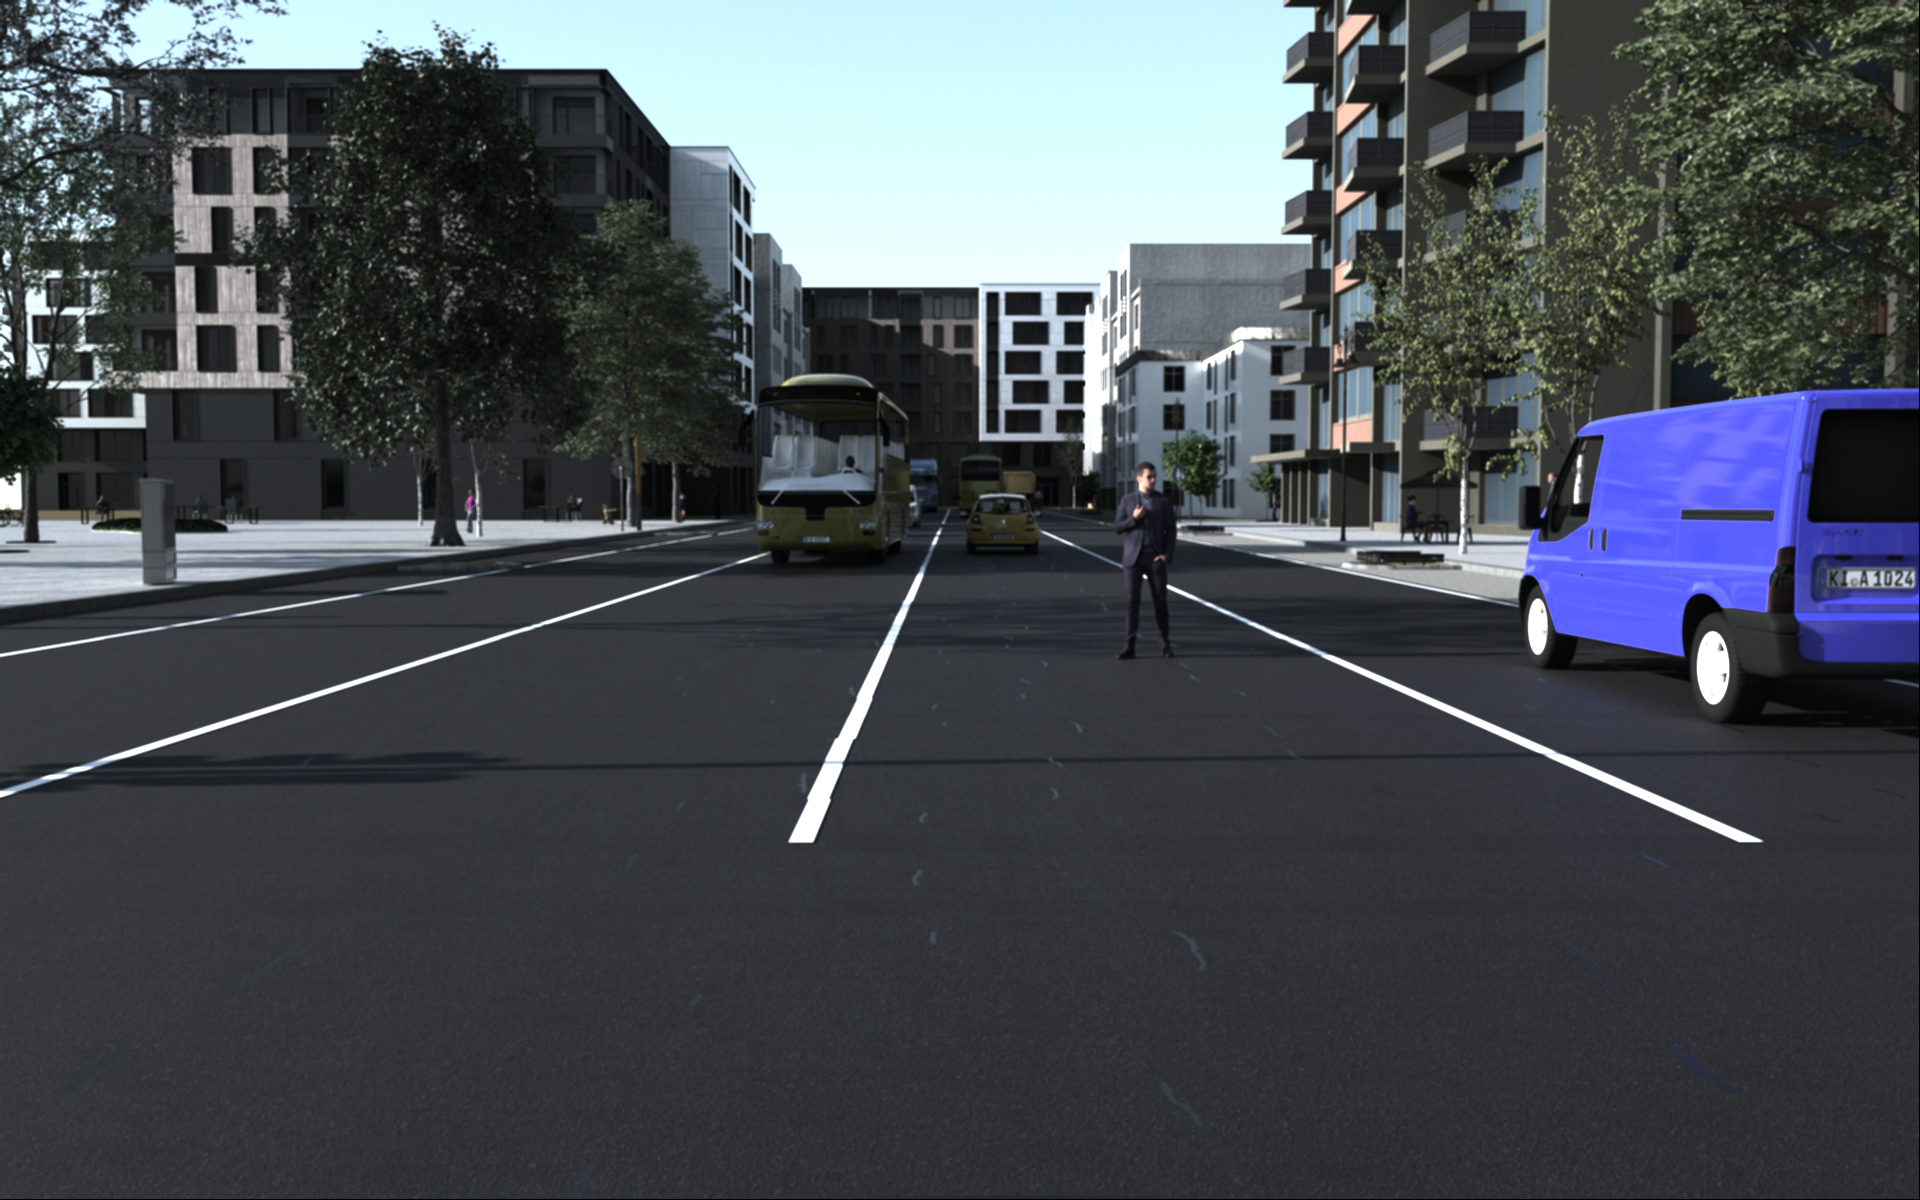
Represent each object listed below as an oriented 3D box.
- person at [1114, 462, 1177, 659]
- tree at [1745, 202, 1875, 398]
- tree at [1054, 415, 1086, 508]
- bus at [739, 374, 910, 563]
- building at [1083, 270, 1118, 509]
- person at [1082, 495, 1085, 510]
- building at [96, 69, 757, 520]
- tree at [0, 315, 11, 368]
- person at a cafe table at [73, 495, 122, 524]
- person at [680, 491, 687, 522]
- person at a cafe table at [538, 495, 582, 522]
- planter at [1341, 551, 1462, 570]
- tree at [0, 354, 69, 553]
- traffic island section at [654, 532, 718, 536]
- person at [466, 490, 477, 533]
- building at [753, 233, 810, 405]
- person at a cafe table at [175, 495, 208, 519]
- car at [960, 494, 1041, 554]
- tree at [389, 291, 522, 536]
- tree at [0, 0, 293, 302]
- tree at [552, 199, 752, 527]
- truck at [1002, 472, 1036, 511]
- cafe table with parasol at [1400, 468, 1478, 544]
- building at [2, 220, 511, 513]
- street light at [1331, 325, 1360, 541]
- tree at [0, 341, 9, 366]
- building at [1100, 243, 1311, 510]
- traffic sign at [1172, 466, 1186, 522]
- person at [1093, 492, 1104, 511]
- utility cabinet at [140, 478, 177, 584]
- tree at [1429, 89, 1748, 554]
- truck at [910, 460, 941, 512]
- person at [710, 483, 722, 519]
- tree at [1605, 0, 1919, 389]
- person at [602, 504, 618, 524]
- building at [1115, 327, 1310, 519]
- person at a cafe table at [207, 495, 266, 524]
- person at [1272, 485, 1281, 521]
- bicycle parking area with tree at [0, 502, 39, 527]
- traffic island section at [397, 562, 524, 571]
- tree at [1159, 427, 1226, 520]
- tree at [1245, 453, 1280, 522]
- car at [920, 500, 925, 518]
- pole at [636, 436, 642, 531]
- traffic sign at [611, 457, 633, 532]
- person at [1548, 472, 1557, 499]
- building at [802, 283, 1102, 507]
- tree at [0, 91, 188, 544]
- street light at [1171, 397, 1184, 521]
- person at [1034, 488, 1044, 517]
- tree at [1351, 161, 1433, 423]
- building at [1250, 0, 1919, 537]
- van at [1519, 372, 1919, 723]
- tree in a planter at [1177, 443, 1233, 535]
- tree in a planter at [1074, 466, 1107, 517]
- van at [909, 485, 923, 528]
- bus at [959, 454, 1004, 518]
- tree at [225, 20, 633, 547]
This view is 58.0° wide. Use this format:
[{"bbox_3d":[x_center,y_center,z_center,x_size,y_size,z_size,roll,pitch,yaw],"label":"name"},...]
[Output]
[{"bbox_3d":[1.621,-0.352,15.169,0.541,1.710,0.530,1,4,18],"label":"person"},{"bbox_3d":[20.199,-5.686,43.336,4.737,8.622,4.395,0,3,0],"label":"tree"},{"bbox_3d":[10.661,-12.856,160.557,4.360,8.622,3.978,0,3,0],"label":"tree"},{"bbox_3d":[-2.676,-2.915,39.207,2.896,3.916,12.252,0,4,1],"label":"bus"},{"bbox_3d":[19.033,-18.086,152.133,16.016,20.091,11.380,0,3,0],"label":"building"},{"bbox_3d":[10.059,-8.042,140.794,0.557,1.426,1.065,0,4,6],"label":"person"},{"bbox_3d":[-27.508,-15.651,99.871,27.936,21.610,32.646,0,3,0],"label":"building"},{"bbox_3d":[-35.303,-6.710,60.072,4.737,8.622,4.395,0,3,0],"label":"tree"},{"bbox_3d":[-37.164,-3.914,74.850,1.698,1.238,1.726,-1,4,-11],"label":"person at a cafe table"},{"bbox_3d":[-12.873,-4.331,80.093,0.421,1.427,0.697,-1,4,-20],"label":"person"},{"bbox_3d":[-18.225,-4.216,79.799,1.698,1.238,1.726,3,5,43],"label":"person at a cafe table"},{"bbox_3d":[8.469,-0.762,33.594,1.991,0.319,1.994,0,3,0],"label":"planter"},{"bbox_3d":[-21.334,-3.322,38.031,4.285,4.588,4.351,0,3,0],"label":"tree"},{"bbox_3d":[-9.525,-2.302,60.502,1.991,0.108,1.994,0,3,0],"label":"traffic island section"},{"bbox_3d":[-16.198,-2.925,57.097,0.726,1.434,0.776,2,4,26],"label":"person"},{"bbox_3d":[-21.227,-16.314,133.187,16.747,18.905,31.486,0,3,0],"label":"building"},{"bbox_3d":[-35.235,-4.218,79.829,1.698,1.238,1.726,-3,5,-45],"label":"person at a cafe table"},{"bbox_3d":[1.003,-1.975,42.523,2.015,1.641,3.980,0,4,-1],"label":"car"},{"bbox_3d":[-14.703,-6.237,52.338,4.360,8.622,3.978,0,3,0],"label":"tree"},{"bbox_3d":[-12.232,-6.569,17.775,12.009,13.543,11.850,0,3,0],"label":"tree"},{"bbox_3d":[-13.009,-9.099,66.899,7.486,12.596,7.792,0,3,0],"label":"tree"},{"bbox_3d":[4.957,-9.315,148.227,3.469,3.379,9.791,0,3,0],"label":"truck"},{"bbox_3d":[12.467,-2.467,45.205,2.610,1.966,2.610,-1,4,-20],"label":"cafe table with parasol"},{"bbox_3d":[-57.787,-18.385,144.563,32.646,21.610,27.936,0,3,0],"label":"building"},{"bbox_3d":[10.537,-4.567,47.460,0.468,5.910,1.993,0,3,0],"label":"street light"},{"bbox_3d":[-44.114,-7.782,77.595,4.360,8.622,3.978,0,3,0],"label":"tree"},{"bbox_3d":[20.268,-16.166,130.780,16.747,18.905,31.486,0,3,0],"label":"building"},{"bbox_3d":[10.048,-4.828,79.043,0.768,2.556,0.104,0,4,4],"label":"traffic sign"},{"bbox_3d":[10.451,-7.434,130.856,1.065,1.426,0.557,3,5,42],"label":"person"},{"bbox_3d":[-11.465,-0.987,24.815,0.318,1.500,1.173,-1,4,-17],"label":"utility cabinet"},{"bbox_3d":[11.473,-5.008,32.250,4.737,8.622,4.395,0,3,0],"label":"tree"},{"bbox_3d":[-3.123,-9.237,140.789,2.967,4.110,18.799,0,4,-1],"label":"truck"},{"bbox_3d":[-12.387,-5.027,88.193,0.705,1.831,1.348,1,4,16],"label":"person"},{"bbox_3d":[11.349,-6.257,20.422,7.486,12.596,7.792,0,3,0],"label":"tree"},{"bbox_3d":[-14.862,-3.646,73.575,0.695,0.859,0.347,1,4,11],"label":"person"},{"bbox_3d":[14.861,-9.736,101.328,9.099,9.664,28.070,0,3,0],"label":"building"},{"bbox_3d":[-31.009,-3.886,74.403,1.698,1.238,1.726,0,4,-2],"label":"person at a cafe table"},{"bbox_3d":[15.204,-4.661,83.079,0.431,1.722,0.655,1,4,10],"label":"person"},{"bbox_3d":[-41.552,-4.933,67.663,9.016,4.147,8.231,-3,4,-37],"label":"bicycle parking area with tree"},{"bbox_3d":[-9.464,-0.628,33.137,1.991,0.108,1.994,0,3,0],"label":"traffic island section"},{"bbox_3d":[11.450,-6.210,85.251,4.285,4.588,4.351,0,3,0],"label":"tree"},{"bbox_3d":[14.420,-5.275,80.846,1.663,3.219,1.824,0,3,0],"label":"tree"},{"bbox_3d":[-3.221,-5.698,104.966,2.131,1.459,4.920,0,4,-2],"label":"car"},{"bbox_3d":[-11.267,-4.091,60.739,0.158,3.312,0.155,0,3,0],"label":"pole"},{"bbox_3d":[-11.535,-3.609,59.111,0.768,2.556,0.104,0,4,5],"label":"traffic sign"},{"bbox_3d":[14.153,-2.152,41.362,0.434,1.807,0.598,2,4,32],"label":"person"},{"bbox_3d":[-0.298,-20.658,181.729,32.646,21.610,27.936,0,3,0],"label":"building"},{"bbox_3d":[-24.241,-7.292,44.976,9.928,11.665,9.643,0,3,0],"label":"tree"},{"bbox_3d":[10.310,-6.700,82.331,0.468,5.910,1.993,0,3,0],"label":"street light"},{"bbox_3d":[5.065,-6.199,109.719,0.709,1.838,0.599,3,4,39],"label":"person"},{"bbox_3d":[10.606,-5.303,37.073,4.737,8.622,4.395,0,3,0],"label":"tree"},{"bbox_3d":[23.991,-25.010,63.540,22.147,44.769,28.867,0,3,0],"label":"building"},{"bbox_3d":[5.654,-0.494,12.466,2.240,2.365,5.245,0,4,0],"label":"van"},{"bbox_3d":[8.417,-3.867,60.448,1.991,3.239,1.994,0,3,0],"label":"tree in a planter"},{"bbox_3d":[8.304,-6.906,110.132,1.991,3.239,1.994,0,3,0],"label":"tree in a planter"},{"bbox_3d":[-2.558,-4.115,74.298,2.013,2.044,4.112,0,4,1],"label":"van"},{"bbox_3d":[1.299,-7.060,106.979,2.896,3.916,12.252,0,4,1],"label":"bus"},{"bbox_3d":[-12.775,-7.678,42.541,9.611,12.733,9.660,0,3,0],"label":"tree"}]
